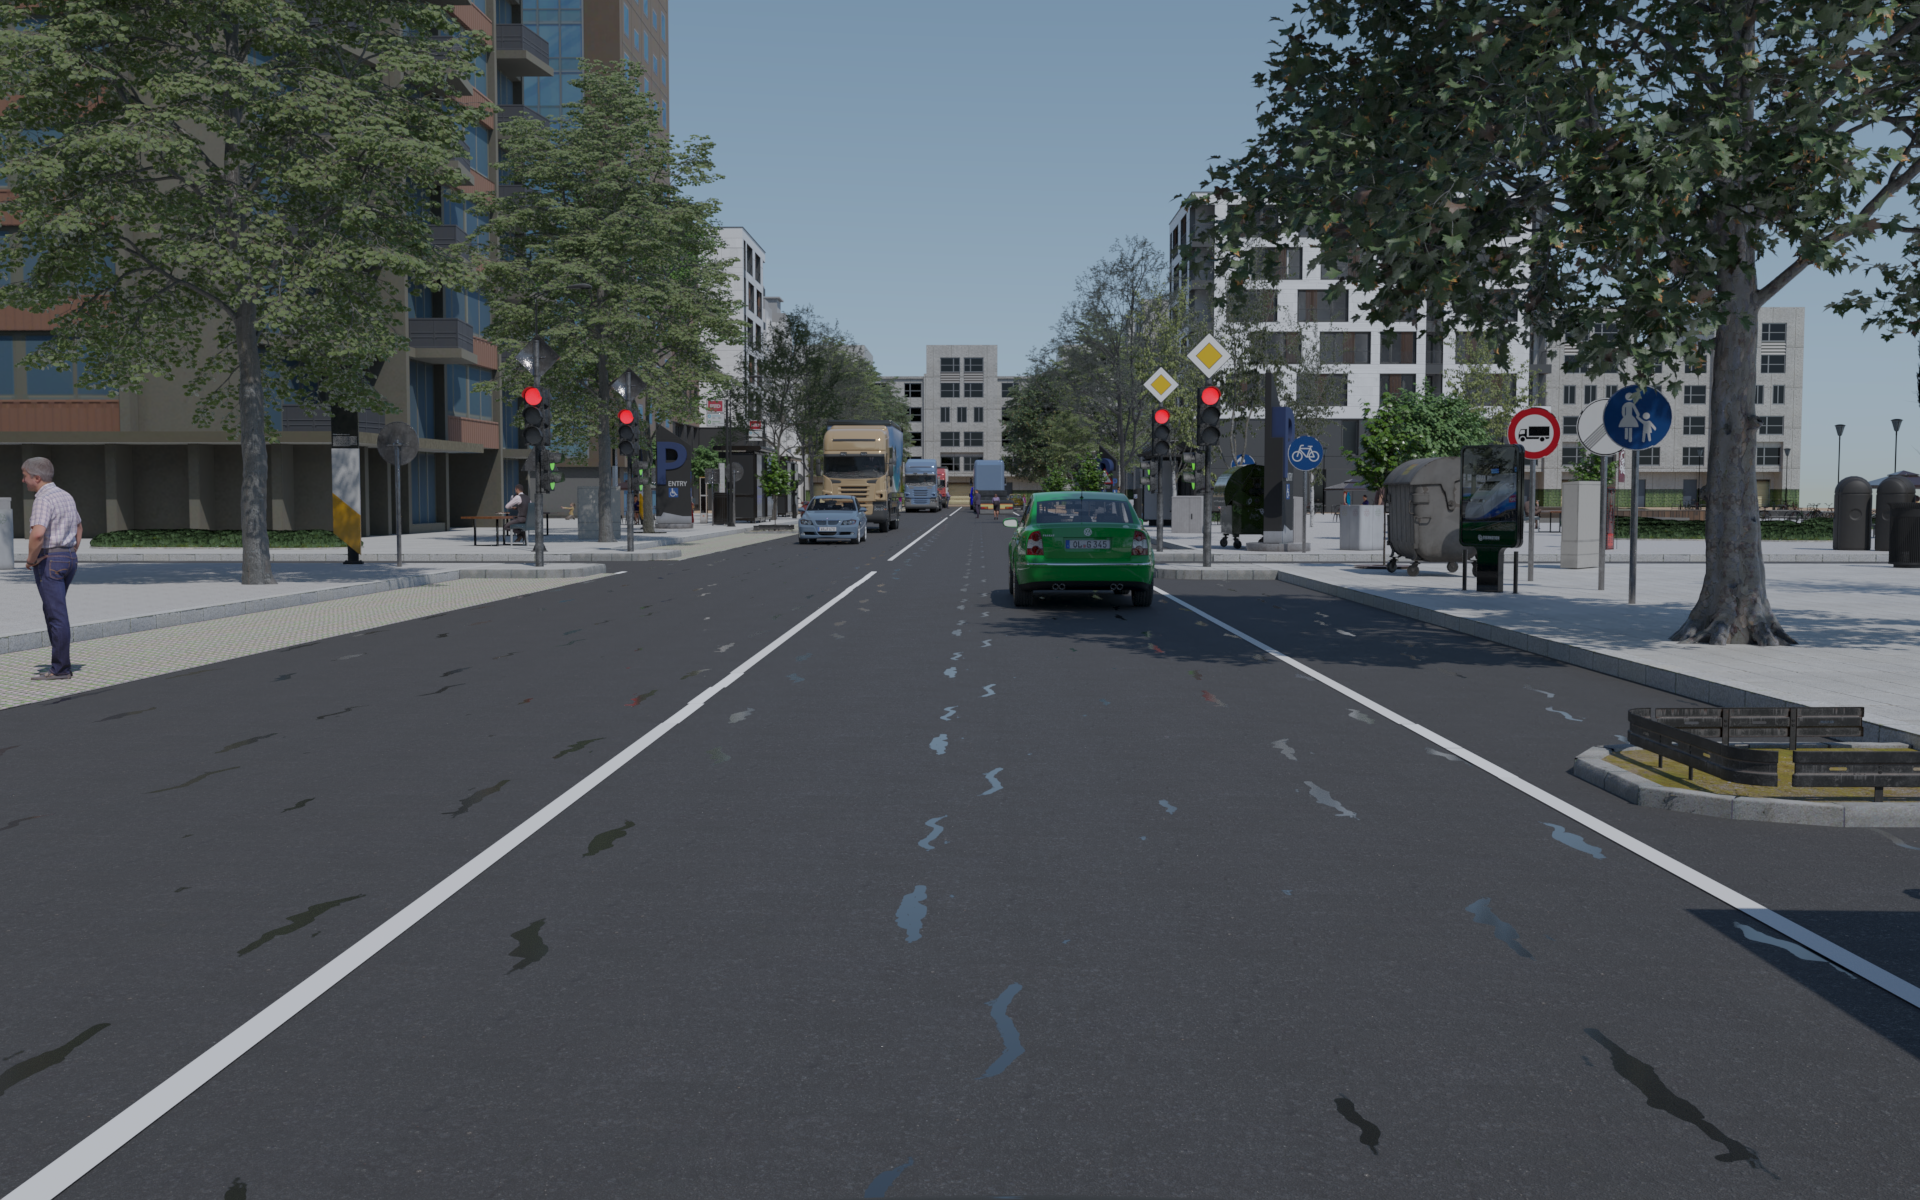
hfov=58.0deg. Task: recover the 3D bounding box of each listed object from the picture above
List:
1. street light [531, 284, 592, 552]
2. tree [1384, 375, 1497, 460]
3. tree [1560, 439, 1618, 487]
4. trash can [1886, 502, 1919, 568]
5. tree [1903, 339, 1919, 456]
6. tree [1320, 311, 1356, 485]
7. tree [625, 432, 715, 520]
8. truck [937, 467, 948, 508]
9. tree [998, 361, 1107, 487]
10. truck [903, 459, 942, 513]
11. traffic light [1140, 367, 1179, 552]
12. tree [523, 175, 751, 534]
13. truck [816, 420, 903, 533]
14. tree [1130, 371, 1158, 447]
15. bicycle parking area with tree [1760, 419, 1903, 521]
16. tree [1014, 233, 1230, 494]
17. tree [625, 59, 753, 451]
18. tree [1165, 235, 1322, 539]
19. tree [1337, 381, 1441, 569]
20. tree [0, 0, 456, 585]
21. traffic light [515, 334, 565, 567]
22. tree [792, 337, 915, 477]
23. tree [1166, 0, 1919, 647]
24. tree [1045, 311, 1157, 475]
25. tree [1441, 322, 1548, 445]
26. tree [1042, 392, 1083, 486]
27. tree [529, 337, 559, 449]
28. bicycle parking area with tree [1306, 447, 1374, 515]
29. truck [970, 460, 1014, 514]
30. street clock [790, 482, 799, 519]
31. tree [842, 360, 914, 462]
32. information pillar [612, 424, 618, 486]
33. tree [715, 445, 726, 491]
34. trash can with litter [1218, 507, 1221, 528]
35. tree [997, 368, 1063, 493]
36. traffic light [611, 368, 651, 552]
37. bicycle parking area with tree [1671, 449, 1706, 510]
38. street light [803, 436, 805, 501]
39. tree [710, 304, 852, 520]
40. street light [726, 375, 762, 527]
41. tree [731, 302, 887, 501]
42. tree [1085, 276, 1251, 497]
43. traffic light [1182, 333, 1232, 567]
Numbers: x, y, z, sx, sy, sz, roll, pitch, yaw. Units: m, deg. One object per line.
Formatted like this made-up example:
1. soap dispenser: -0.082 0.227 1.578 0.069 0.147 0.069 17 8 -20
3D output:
1. street light: -8.821 -4.027 38.383 1.470 5.913 1.316 0 4 1
2. tree: 12.840 -3.929 47.945 4.285 4.588 4.351 0 3 0
3. tree: 19.313 -3.540 52.475 1.663 3.219 1.824 0 3 0
4. trash can: 16.515 -1.131 30.144 0.748 1.137 0.748 0 3 0
5. tree: 61.497 -12.209 101.431 13.155 14.587 18.604 0 4 -1
6. tree: 13.412 -7.120 66.775 4.360 8.622 3.978 0 3 0
7. tree: -15.010 -6.294 86.624 4.285 4.588 4.351 0 3 0
8. truck: -2.545 -11.613 178.785 2.839 4.237 11.283 0 4 1
9. tree: 7.825 -14.155 148.441 9.611 12.733 9.660 0 3 0
10. truck: -2.873 -9.152 139.397 2.967 4.110 18.799 0 4 1
11. traffic light: 4.418 -3.024 38.362 0.839 4.253 0.868 0 4 1
12. tree: -10.253 -7.980 56.223 9.928 11.665 9.643 0 3 0
13. truck: -3.751 -4.825 67.810 2.839 4.237 11.283 0 4 1
14. tree: 11.463 -9.030 98.007 4.360 8.622 3.978 0 3 0
15. bicycle parking area with tree: 35.767 -4.998 68.724 9.016 4.147 8.231 1 4 18
16. tree: 7.726 -10.433 80.953 12.009 13.543 11.850 0 3 0
17. tree: -9.299 -7.774 45.228 7.486 12.596 7.792 0 3 0
18. tree: 7.601 -5.939 47.467 4.360 8.622 3.978 0 3 0
19. tree: 7.218 -2.154 29.822 1.663 3.219 1.824 0 3 0
20. tree: -10.063 -6.467 23.865 7.486 12.596 7.792 0 3 0
21. traffic light: -7.412 -2.542 30.491 0.839 4.253 0.868 0 4 1
22. tree: -8.793 -12.610 124.298 7.486 12.596 7.792 0 3 0
23. tree: 6.589 -5.975 14.692 9.611 12.733 9.660 0 3 0
24. tree: 8.844 -11.546 106.901 7.486 12.596 7.792 0 3 0
25. tree: 20.675 -7.206 68.181 4.737 8.622 4.395 0 3 0
26. tree: 7.571 -10.131 115.997 4.737 8.622 4.395 0 3 0
27. tree: -20.529 -7.888 79.334 4.737 8.622 4.395 0 3 0
28. bicycle parking area with tree: 21.509 -7.472 109.177 9.016 4.147 8.231 -1 4 -11
29. truck: 2.413 -8.652 131.220 2.967 4.110 18.799 0 4 -1
30. street clock: -8.652 -5.253 90.456 0.358 2.002 0.471 -3 5 -41
31. tree: -8.440 -15.501 160.104 9.857 13.997 8.962 0 3 0
32. information pillar: -10.193 -3.658 51.164 0.183 3.616 0.504 0 4 -3
33. tree: -14.299 -7.123 100.177 4.285 4.588 4.351 0 3 0
34. trash can with litter: 8.786 -2.807 57.286 0.624 1.170 1.055 0 4 1
35. tree: 8.670 -16.399 174.775 9.857 13.997 8.962 0 3 0
36. traffic light: -7.323 -3.031 38.475 0.839 4.253 0.868 0 4 1
37. bicycle parking area with tree: 49.269 -7.464 109.043 8.231 4.147 9.016 1 4 23
38. street light: -8.187 -7.611 96.986 1.470 5.913 1.316 0 4 1
39. tree: -8.821 -9.196 84.763 7.601 10.594 8.767 1 4 9
40. street light: -8.427 -5.819 67.684 1.470 5.913 1.316 0 4 1
41. tree: -9.695 -12.322 111.838 12.009 13.543 11.850 0 3 0
42. tree: 7.427 -6.608 58.398 4.737 8.622 4.395 0 3 0
43. traffic light: 4.329 -2.536 30.377 0.839 4.253 0.868 0 4 1
